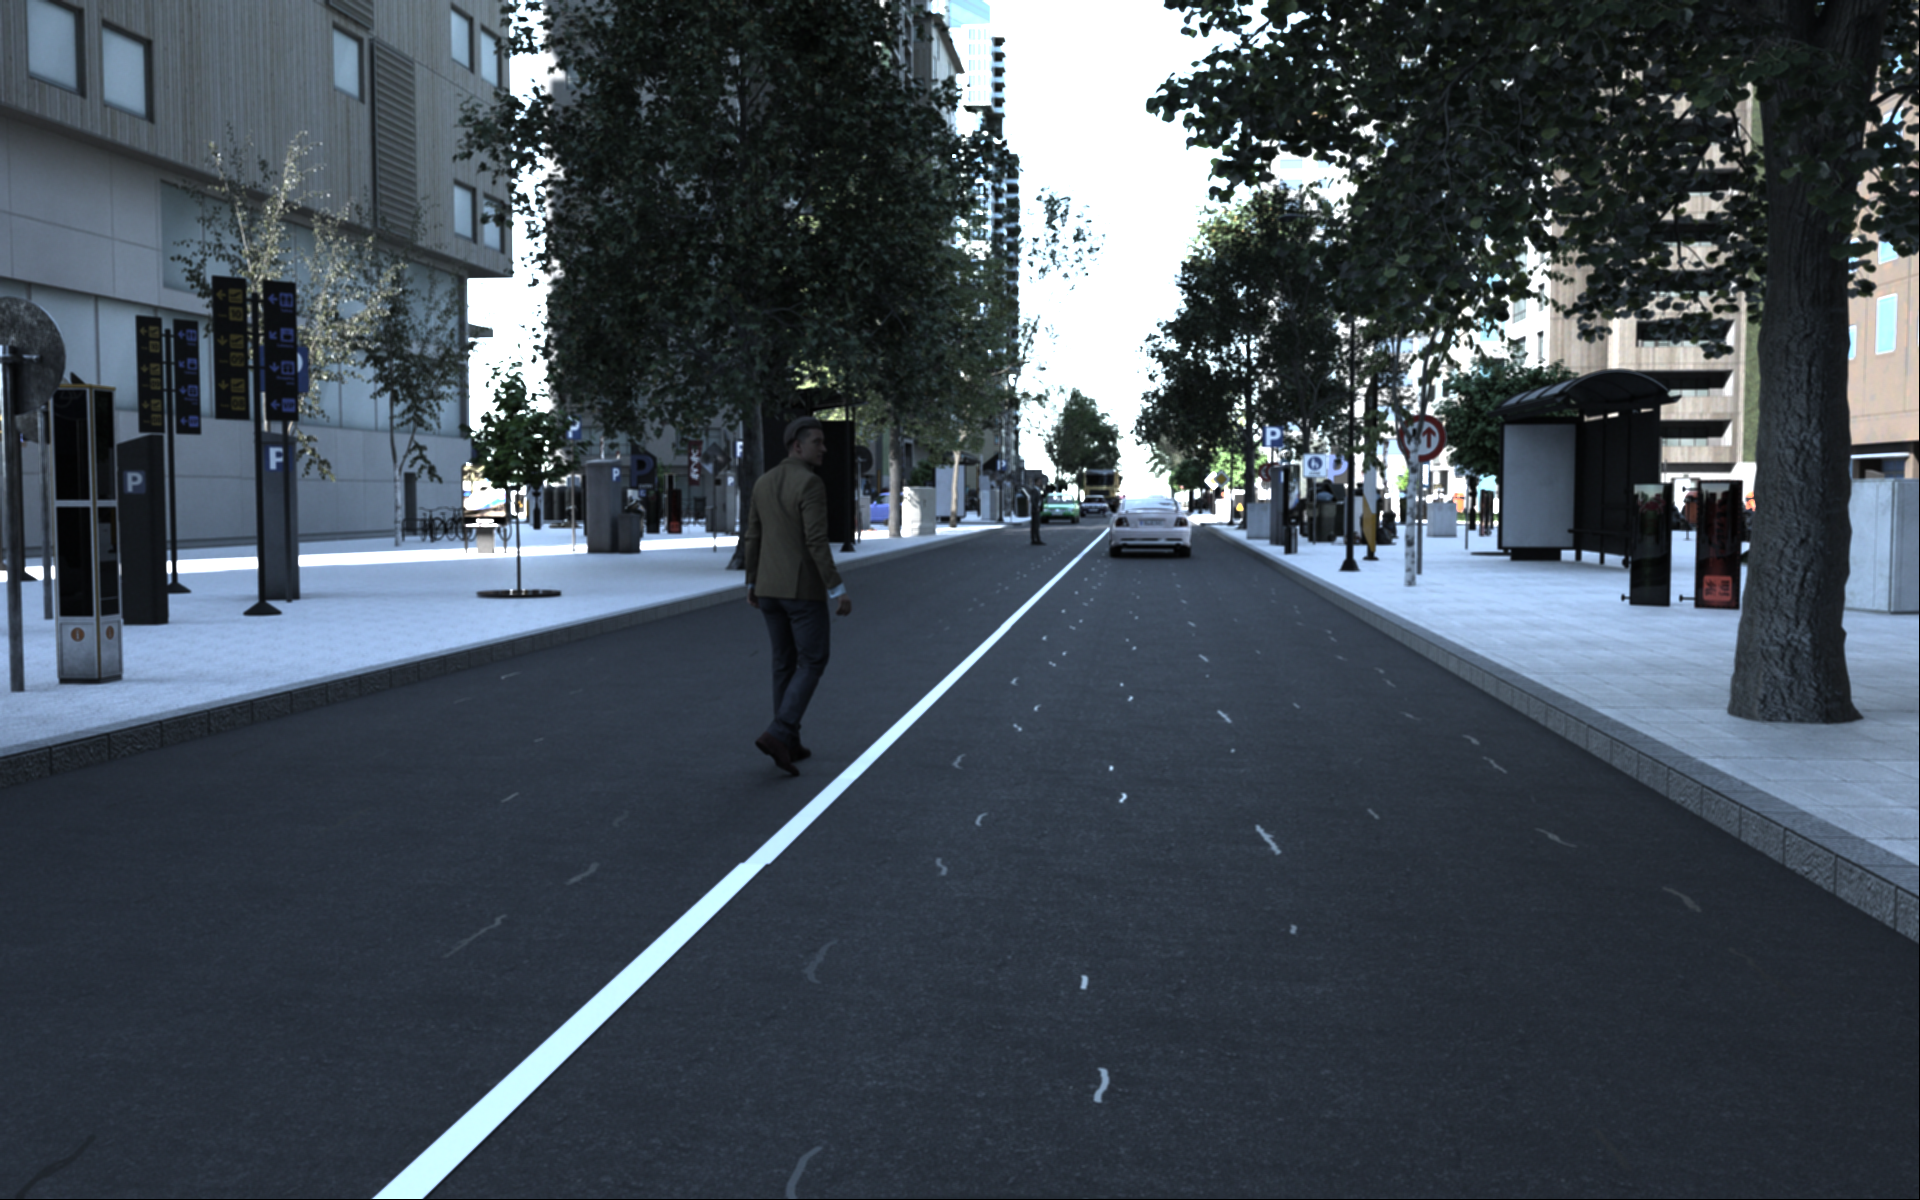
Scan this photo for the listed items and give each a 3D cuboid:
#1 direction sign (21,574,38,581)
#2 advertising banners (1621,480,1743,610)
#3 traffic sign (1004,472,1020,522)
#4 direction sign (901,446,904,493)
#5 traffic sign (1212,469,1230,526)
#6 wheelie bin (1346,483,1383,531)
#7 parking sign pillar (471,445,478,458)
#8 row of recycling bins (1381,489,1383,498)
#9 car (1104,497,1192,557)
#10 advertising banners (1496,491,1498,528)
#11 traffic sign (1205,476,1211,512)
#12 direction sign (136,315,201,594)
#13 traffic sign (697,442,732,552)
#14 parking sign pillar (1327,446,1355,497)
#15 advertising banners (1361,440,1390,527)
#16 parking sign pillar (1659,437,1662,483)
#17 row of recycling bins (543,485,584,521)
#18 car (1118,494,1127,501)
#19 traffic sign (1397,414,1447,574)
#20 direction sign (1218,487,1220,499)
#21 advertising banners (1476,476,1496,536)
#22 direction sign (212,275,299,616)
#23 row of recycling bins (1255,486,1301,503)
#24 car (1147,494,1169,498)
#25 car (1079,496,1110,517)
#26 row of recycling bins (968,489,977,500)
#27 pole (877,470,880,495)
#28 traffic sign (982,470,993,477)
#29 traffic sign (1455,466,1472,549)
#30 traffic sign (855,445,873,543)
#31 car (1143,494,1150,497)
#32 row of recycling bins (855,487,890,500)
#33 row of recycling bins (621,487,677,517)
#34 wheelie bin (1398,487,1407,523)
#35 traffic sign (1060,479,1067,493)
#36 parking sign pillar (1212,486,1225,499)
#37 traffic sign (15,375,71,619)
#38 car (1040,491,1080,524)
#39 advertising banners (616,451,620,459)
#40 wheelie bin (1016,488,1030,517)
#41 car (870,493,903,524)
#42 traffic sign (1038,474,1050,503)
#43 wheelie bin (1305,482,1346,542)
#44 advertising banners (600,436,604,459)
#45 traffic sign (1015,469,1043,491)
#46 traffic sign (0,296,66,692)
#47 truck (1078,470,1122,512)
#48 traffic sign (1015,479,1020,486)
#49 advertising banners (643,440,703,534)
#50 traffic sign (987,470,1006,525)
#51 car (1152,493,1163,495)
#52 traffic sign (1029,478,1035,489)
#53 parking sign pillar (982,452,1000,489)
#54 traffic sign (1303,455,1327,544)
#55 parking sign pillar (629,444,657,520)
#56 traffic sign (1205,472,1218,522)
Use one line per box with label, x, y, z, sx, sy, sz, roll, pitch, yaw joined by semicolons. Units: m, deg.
direction sign;-13.862;-2.050;25.518;0.876;3.537;0.379;2;4;24
advertising banners;8.455;-1.415;19.324;2.074;3.025;0.090;3;5;43
traffic sign;2.348;-4.639;79.483;0.795;2.450;0.064;0;4;6
direction sign;-2.718;-5.504;81.981;0.379;3.537;0.876;-1;4;-9
traffic sign;10.637;-4.092;70.547;0.795;2.450;0.064;0;4;6
wheelie bin;11.169;-2.429;47.617;0.693;1.594;0.980;-3;4;-36
parking sign pillar;-19.070;-4.808;67.076;1.447;3.967;1.447;2;4;27
row of recycling bins;32.994;-7.928;136.733;1.069;1.692;3.534;0;4;5
car;4.455;-1.745;40.892;2.083;1.381;4.827;0;4;5
advertising banners;19.651;-4.057;62.518;0.090;3.025;2.074;-2;4;-28
traffic sign;17.424;-7.372;120.637;0.768;2.556;0.104;1;4;12
direction sign;-10.199;-1.859;22.393;0.379;3.537;0.876;2;4;30
traffic sign;-5.423;-2.269;38.278;0.795;2.450;0.064;0;4;8
parking sign pillar;18.703;-5.908;85.062;1.447;3.967;1.447;3;5;41
advertising banners;13.446;-3.648;55.838;0.090;3.025;2.074;2;4;35
parking sign pillar;32.513;-5.707;81.785;1.447;3.967;1.447;-2;4;-29
row of recycling bins;-18.726;-4.650;83.147;3.534;1.692;1.069;2;4;35
car;29.069;-18.483;311.228;2.155;1.783;4.494;0;4;5
traffic sign;7.335;-1.681;27.592;0.768;2.556;0.104;1;4;11
direction sign;17.363;-7.589;116.076;0.876;3.537;0.379;-2;4;-28
advertising banners;15.938;-3.459;52.743;0.090;3.025;2.074;2;4;30
direction sign;-7.428;-1.611;18.337;0.876;3.537;0.379;-3;5;-45
row of recycling bins;16.867;-5.253;93.004;3.534;1.692;1.069;-2;4;-31
car;12.094;-5.750;106.022;2.014;1.417;4.499;0;4;5
car;8.455;-5.899;109.031;1.945;1.354;3.894;0;4;6
row of recycling bins;1.119;-8.186;140.952;1.069;1.692;3.534;0;4;2
pole;-6.799;-9.236;144.850;0.158;3.312;0.155;0;3;0
traffic sign;1.464;-5.522;90.392;0.768;2.556;0.104;0;4;8
traffic sign;11.777;-2.329;40.206;0.606;2.300;0.079;1;4;12
traffic sign;-2.635;-2.748;45.034;0.768;2.556;0.104;1;4;10
car;33.523;-18.236;308.384;2.015;1.641;3.980;0;4;8
row of recycling bins;-4.826;-5.842;102.637;3.534;1.692;1.069;0;4;0
row of recycling bins;-17.090;-5.375;94.990;3.534;1.692;1.069;1;4;10
wheelie bin;19.843;-4.228;77.031;0.693;1.594;0.980;2;4;23
traffic sign;8.550;-8.852;144.834;0.768;2.556;0.104;1;4;14
parking sign pillar;18.454;-8.190;122.376;1.447;3.967;1.447;1;4;16
traffic sign;-9.344;-1.075;17.681;0.768;2.556;0.104;0;4;8
car;4.923;-4.673;85.198;1.959;1.807;4.718;0;4;7
advertising banners;-14.132;-4.546;70.512;0.090;3.025;2.074;-2;4;-27
wheelie bin;3.450;-5.348;95.345;0.693;1.594;0.980;1;4;14
car;-3.218;-4.147;77.392;3.694;1.707;1.945;0;4;4
traffic sign;5.174;-6.567;107.475;0.768;2.556;0.104;1;4;13
wheelie bin;9.697;-2.359;46.476;0.693;1.594;0.980;-2;4;-25
advertising banners;-10.762;-3.371;51.309;0.090;3.025;2.074;0;4;2
traffic sign;5.554;-8.914;139.621;2.265;3.308;0.079;0;4;7
traffic sign;-6.132;-0.678;11.190;0.768;2.556;0.104;0;4;8
truck;11.449;-8.770;139.309;3.469;3.379;9.791;0;4;8
traffic sign;4.609;-8.499;139.062;0.768;2.556;0.104;1;4;14
advertising banners;-9.296;-3.670;56.187;2.074;3.025;0.090;1;4;13
traffic sign;1.497;-4.153;71.544;0.795;2.450;0.064;0;4;6
car;22.245;-11.384;195.165;2.155;1.783;4.494;0;4;6
traffic sign;4.648;-6.570;109.549;0.606;2.300;0.079;0;4;8
parking sign pillar;2.017;-7.572;112.275;1.447;3.967;1.447;2;4;29
traffic sign;9.013;-2.563;44.027;0.606;2.300;0.079;1;4;12
parking sign pillar;-15.648;-5.941;85.614;1.447;3.967;1.447;0;4;3
traffic sign;11.488;-4.578;78.487;0.795;2.450;0.064;0;4;6
